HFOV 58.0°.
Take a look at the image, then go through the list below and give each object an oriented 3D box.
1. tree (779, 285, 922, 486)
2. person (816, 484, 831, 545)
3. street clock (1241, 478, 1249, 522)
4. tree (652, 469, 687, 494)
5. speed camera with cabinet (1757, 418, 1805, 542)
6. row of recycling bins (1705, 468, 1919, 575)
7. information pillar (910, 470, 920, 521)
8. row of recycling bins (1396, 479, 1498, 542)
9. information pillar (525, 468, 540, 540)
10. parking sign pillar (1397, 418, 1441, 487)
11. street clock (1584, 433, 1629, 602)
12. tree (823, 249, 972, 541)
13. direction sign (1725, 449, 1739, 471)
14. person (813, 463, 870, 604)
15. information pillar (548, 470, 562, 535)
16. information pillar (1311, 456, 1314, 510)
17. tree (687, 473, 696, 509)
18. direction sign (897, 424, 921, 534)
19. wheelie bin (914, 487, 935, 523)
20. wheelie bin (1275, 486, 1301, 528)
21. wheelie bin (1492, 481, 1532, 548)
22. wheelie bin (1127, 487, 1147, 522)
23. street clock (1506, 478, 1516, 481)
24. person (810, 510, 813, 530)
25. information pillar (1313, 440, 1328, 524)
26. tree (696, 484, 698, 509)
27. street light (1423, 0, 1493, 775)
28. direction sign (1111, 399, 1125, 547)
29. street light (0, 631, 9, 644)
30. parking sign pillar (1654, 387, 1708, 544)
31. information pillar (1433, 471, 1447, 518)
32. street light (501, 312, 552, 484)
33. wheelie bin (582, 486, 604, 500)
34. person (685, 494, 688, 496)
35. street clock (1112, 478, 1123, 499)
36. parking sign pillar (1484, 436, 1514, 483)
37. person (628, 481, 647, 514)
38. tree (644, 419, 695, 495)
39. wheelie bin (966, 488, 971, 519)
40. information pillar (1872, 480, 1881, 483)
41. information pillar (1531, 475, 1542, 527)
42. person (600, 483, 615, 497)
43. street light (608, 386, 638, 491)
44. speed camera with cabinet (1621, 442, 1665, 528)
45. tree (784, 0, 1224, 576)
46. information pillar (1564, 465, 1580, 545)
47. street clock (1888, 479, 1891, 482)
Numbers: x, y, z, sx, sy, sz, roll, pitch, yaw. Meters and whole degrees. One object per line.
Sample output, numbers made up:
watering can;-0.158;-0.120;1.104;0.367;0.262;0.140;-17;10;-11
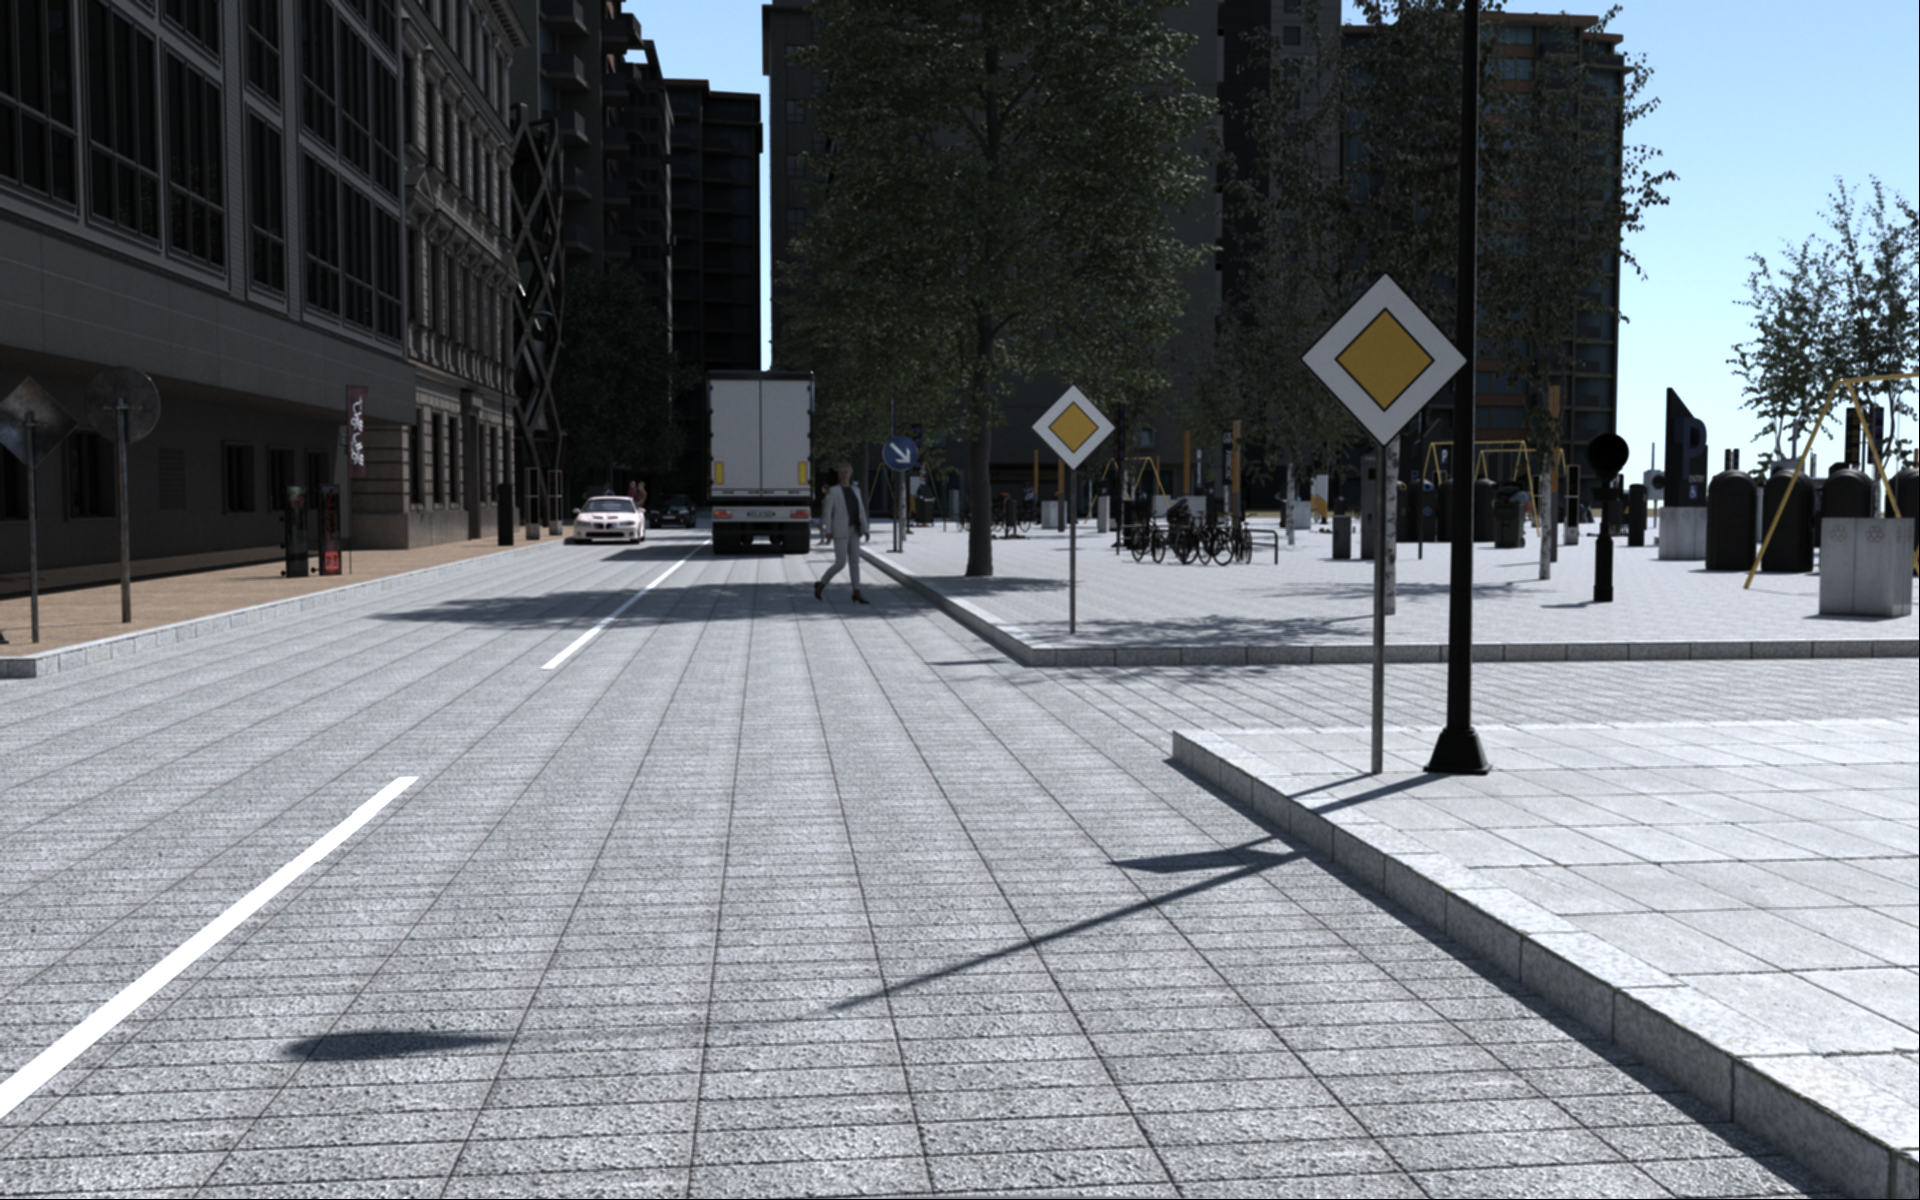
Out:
tree;-4.865;-8.470;72.896;7.601;10.594;8.767;-1;4;-20
person;-3.755;-2.392;48.608;0.522;1.701;0.512;0;4;2
street clock;13.106;-4.623;80.157;0.471;2.002;0.358;1;4;18
tree;-20.471;-7.729;120.978;1.663;3.219;1.824;0;3;0
speed camera with cabinet;21.452;-3.152;45.871;0.660;3.252;2.038;-1;4;-11
row of recycling bins;14.140;-1.306;28.471;3.534;1.692;1.069;3;4;36
information pillar;-2.104;-5.508;81.403;0.504;3.616;0.183;0;4;-2
row of recycling bins;12.814;-2.418;46.649;3.534;1.692;1.069;-1;4;-11
information pillar;-11.963;-2.688;48.437;0.304;2.012;0.304;-2;4;-34
parking sign pillar;16.497;-4.462;61.423;1.447;3.967;1.447;-3;5;-42
street clock;7.704;-0.986;20.687;0.471;2.002;0.358;1;4;10
tree;-1.549;-5.906;46.933;4.737;8.622;4.395;0;3;0
direction sign;38.614;-5.793;86.710;0.379;3.537;0.876;-1;4;-22
person;-1.549;-0.878;22.734;0.818;1.842;0.514;2;4;31
information pillar;-12.574;-3.017;53.819;0.304;2.012;0.304;1;4;18
information pillar;17.866;-5.845;86.919;0.504;3.616;0.183;2;4;26
tree;-21.808;-8.569;134.712;1.663;3.219;1.824;0;3;0
direction sign;-1.673;-3.898;55.729;0.876;3.537;0.379;-1;4;-16
wheelie bin;-1.599;-4.157;75.871;0.980;1.594;0.693;-2;4;-32
wheelie bin;12.528;-3.569;66.254;0.980;1.594;0.693;1;4;9
wheelie bin;13.160;-2.049;41.414;0.980;1.594;0.693;2;4;33
wheelie bin;8.241;-4.452;80.698;0.980;1.594;0.693;-1;4;-12
street clock;25.222;-4.571;79.301;0.471;2.002;0.358;-2;4;-32
person;-6.239;-3.698;69.151;0.728;1.800;0.709;1;4;14
information pillar;15.547;-5.071;74.260;0.504;3.616;0.183;2;4;27
tree;-23.893;-9.738;153.817;1.663;3.219;1.824;0;3;0
street light;1.783;-2.159;7.838;1.470;5.913;1.316;0;4;-6
direction sign;3.833;-3.042;41.732;0.379;3.537;0.876;-1;4;-9
street light;-7.809;-2.578;14.694;1.470;5.913;1.316;0;4;-6
parking sign pillar;18.507;-3.404;44.134;1.447;3.967;1.447;-3;4;-37
information pillar;14.971;-3.034;54.103;0.304;2.012;0.304;-2;4;-25
street light;-11.105;-4.388;44.284;1.470;5.913;1.316;0;4;-6
wheelie bin;-14.101;-3.610;66.929;0.980;1.594;0.693;-1;4;-10
person;-16.764;-5.751;105.748;0.599;1.433;0.991;0;4;-6
street clock;7.053;-4.465;77.568;0.471;2.002;0.358;0;4;8
parking sign pillar;25.062;-5.634;80.580;1.447;3.967;1.447;-1;4;-17
person;-10.056;-2.777;53.885;0.580;1.828;0.573;-1;4;-19
tree;-21.629;-10.742;125.995;4.737;8.622;4.395;0;3;0
wheelie bin;0.780;-4.811;86.569;0.980;1.594;0.693;0;4;2
information pillar;48.174;-5.299;91.127;0.304;2.012;0.304;-3;4;-36
information pillar;22.284;-3.817;66.900;0.304;2.012;0.304;2;4;35
person;-11.400;-2.877;55.729;0.721;1.800;0.419;1;4;18
street light;-14.485;-6.219;74.221;1.470;5.913;1.316;0;4;-6
speed camera with cabinet;25.790;-4.374;65.857;2.038;3.252;0.660;-1;4;-8
tree;0.622;-6.665;27.105;7.486;12.596;7.792;0;3;0
information pillar;15.402;-2.393;43.610;0.304;2.012;0.304;0;4;7
street clock;43.567;-4.672;80.963;0.471;2.002;0.358;-3;5;-43
